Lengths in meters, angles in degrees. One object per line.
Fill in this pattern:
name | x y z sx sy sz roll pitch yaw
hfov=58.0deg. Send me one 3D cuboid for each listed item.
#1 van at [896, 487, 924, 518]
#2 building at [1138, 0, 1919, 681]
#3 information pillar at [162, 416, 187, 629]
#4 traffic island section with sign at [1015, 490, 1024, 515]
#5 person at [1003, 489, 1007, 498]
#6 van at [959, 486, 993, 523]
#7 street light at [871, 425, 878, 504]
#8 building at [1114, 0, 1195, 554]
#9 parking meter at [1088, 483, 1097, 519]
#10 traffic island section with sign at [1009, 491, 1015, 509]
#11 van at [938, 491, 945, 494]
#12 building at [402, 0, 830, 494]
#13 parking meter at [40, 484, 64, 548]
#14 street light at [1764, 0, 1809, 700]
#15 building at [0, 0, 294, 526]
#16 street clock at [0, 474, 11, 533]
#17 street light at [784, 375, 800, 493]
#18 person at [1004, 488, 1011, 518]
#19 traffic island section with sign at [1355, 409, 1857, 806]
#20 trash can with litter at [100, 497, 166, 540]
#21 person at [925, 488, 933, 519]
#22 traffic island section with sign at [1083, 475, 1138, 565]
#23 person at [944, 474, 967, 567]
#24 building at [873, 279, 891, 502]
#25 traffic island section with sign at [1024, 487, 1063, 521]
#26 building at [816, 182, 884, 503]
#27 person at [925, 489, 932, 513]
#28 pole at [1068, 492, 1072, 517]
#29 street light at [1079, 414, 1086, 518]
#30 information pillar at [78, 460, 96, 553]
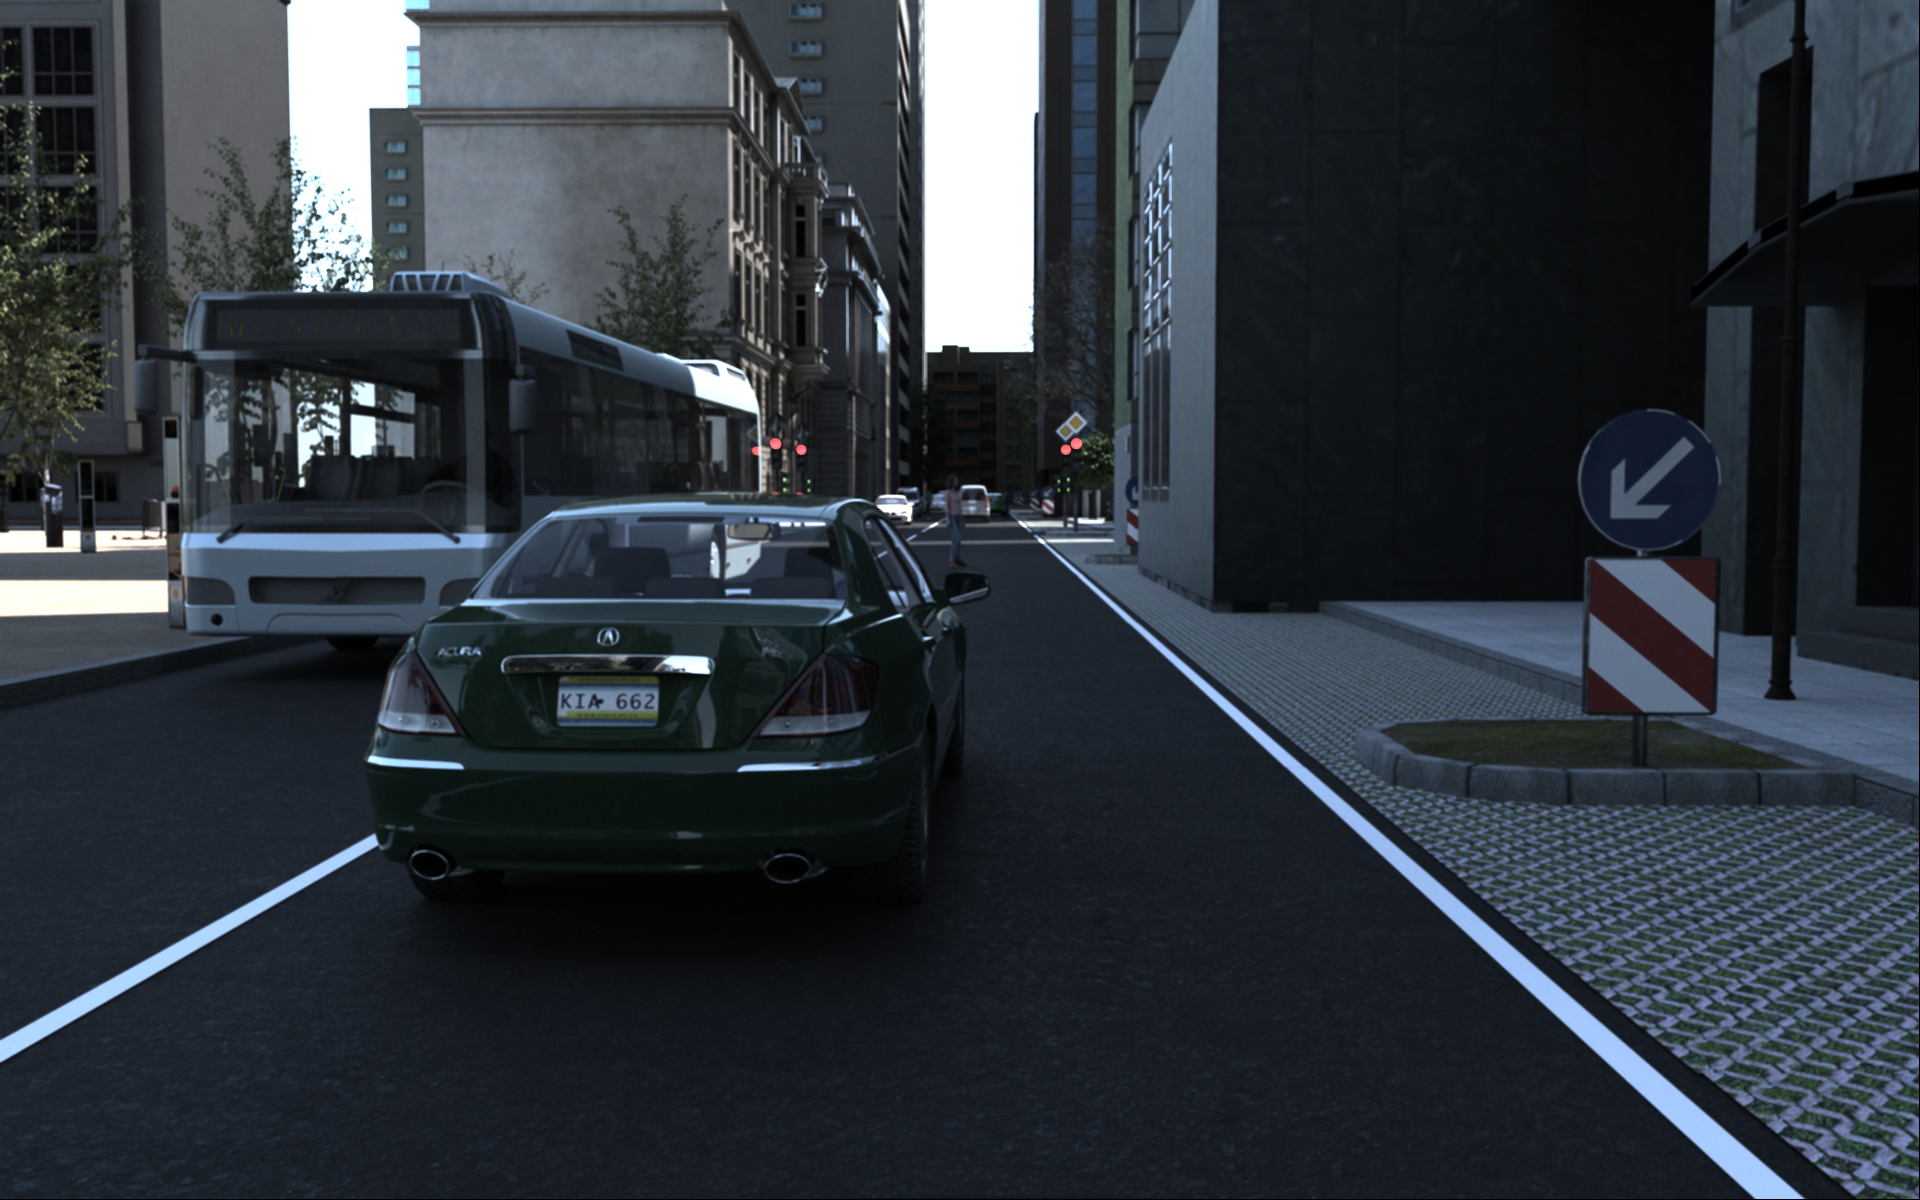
van | -3.209 -6.098 106.721 2.013 2.044 4.112 0 4 1
building | 14.103 -42.828 12.910 22.319 86.520 31.000 0 4 1
information pillar | -7.371 -0.737 16.546 0.304 2.012 0.304 3 4 37
traffic island section with sign | 4.948 -6.710 118.343 1.989 1.847 2.006 0 4 1
person | 3.568 -7.650 133.839 0.793 1.790 0.793 3 4 38
van | 0.648 -4.890 86.965 2.013 2.044 4.112 0 4 0
street light | -5.671 -8.654 114.280 0.468 5.910 1.993 0 4 1
building | 11.001 -22.094 44.834 14.154 41.232 14.086 0 4 1
parking meter | 6.799 -5.093 88.979 0.255 1.863 0.399 -3 5 -40
traffic island section with sign | 5.796 -9.795 168.769 1.989 1.847 2.006 0 4 1
van | -1.922 -12.383 209.467 2.013 2.044 4.112 0 4 -1
building | -13.654 -16.164 83.368 14.460 24.649 34.723 0 4 1
parking meter | -21.803 -2.035 41.678 0.372 1.533 0.369 0 3 0
street light | 5.142 -2.318 10.682 0.468 5.910 1.993 0 4 1
building | -42.979 -17.132 73.622 24.014 27.812 14.314 0 4 1
street clock | -31.586 -3.219 57.194 0.471 2.002 0.358 1 4 15
street light | -6.500 -5.767 67.086 0.468 5.910 1.993 0 4 1
person | 2.792 -5.723 102.254 0.419 1.800 0.721 0 4 -6
traffic island section with sign | 3.120 -0.014 8.857 1.989 1.847 2.006 0 4 1
trash can with litter | -23.176 -2.305 48.741 1.678 1.210 2.233 3 5 41
person | -1.741 -5.452 97.978 0.444 1.785 0.601 0 4 -1
traffic island section with sign | 3.572 -1.662 35.808 1.989 1.847 2.006 0 4 1
person | -0.113 -1.569 34.169 0.388 1.821 0.555 2 4 27
building | -10.970 -17.051 133.529 10.420 20.320 16.860 0 4 1
traffic island section with sign | 4.513 -5.062 91.391 1.989 1.847 2.006 0 4 1
building | -12.269 -16.573 112.768 13.314 21.916 24.055 0 4 1
person | -2.374 -7.578 132.499 0.679 1.850 0.850 1 4 23
pole | 6.089 -6.227 95.651 0.158 3.312 0.155 0 3 0
street light | 6.578 -7.441 94.441 0.468 5.910 1.993 0 4 1
information pillar | -19.065 -2.038 37.819 0.304 2.012 0.304 -2 4 -29
